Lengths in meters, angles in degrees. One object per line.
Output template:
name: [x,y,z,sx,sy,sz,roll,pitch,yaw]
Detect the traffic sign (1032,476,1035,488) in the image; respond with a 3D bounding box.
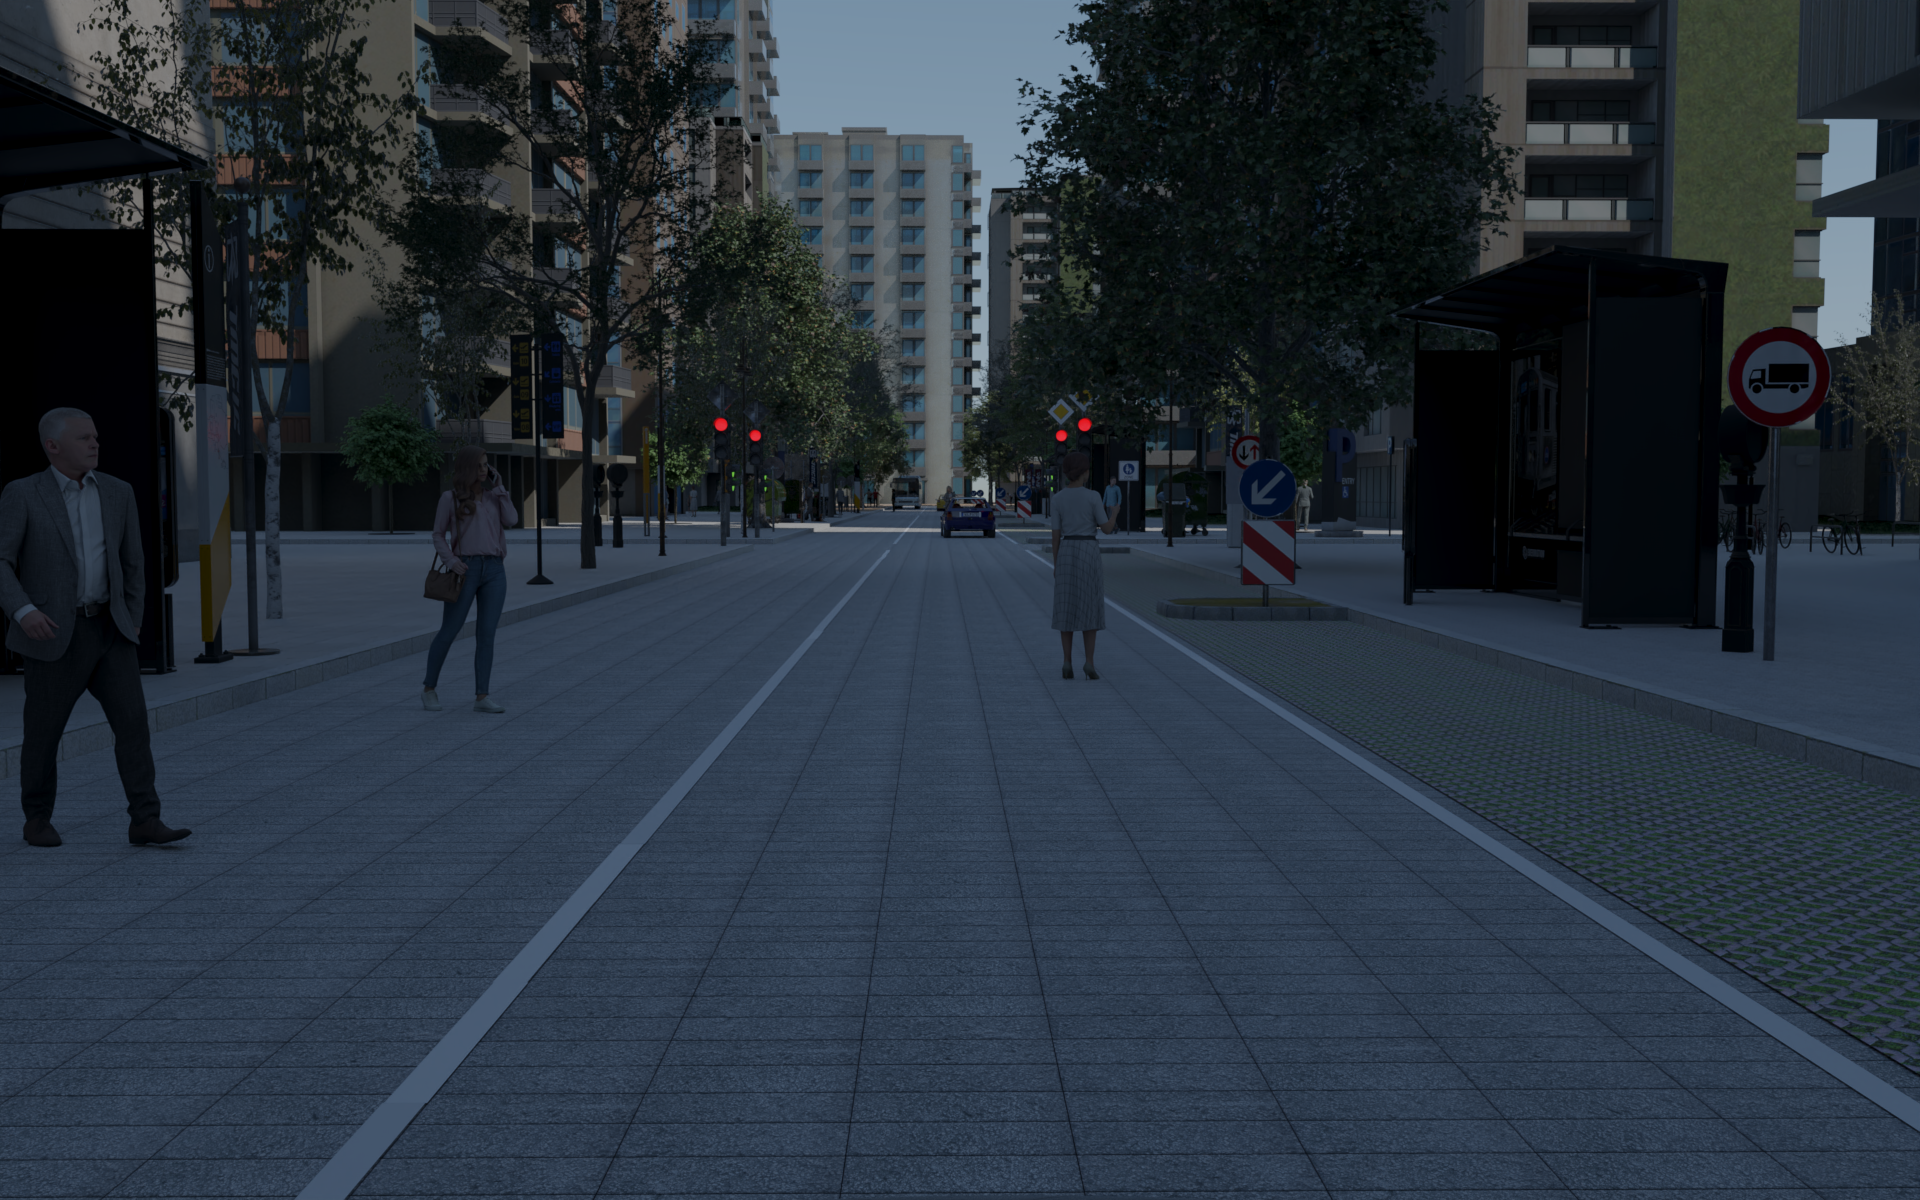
traffic sign: [5.201,-7.398,121.058,0.768,2.556,0.104,0,4,7]

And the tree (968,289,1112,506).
tree: [5.427,-10.902,96.381,7.486,12.596,7.792,0,3,0]

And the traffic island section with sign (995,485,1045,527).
traffic island section with sign: [2.656,-4.099,75.652,1.989,1.847,2.006,0,4,-1]

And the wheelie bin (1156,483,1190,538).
wheelie bin: [6.286,-2.647,51.183,0.980,1.594,0.693,0,4,-3]

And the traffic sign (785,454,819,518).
traffic sign: [-8.190,-5.710,87.239,2.265,3.308,0.079,0,4,4]

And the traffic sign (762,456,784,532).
traffic sign: [-6.327,-3.582,58.666,0.768,2.556,0.104,0,4,3]

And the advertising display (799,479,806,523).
advertising display: [-6.933,-4.345,76.247,0.123,1.923,0.974,0,4,4]

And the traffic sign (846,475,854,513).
traffic sign: [-7.361,-7.175,117.418,0.768,2.556,0.104,0,4,1]

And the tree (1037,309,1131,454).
tree: [5.338,-7.212,68.280,4.360,8.622,3.978,0,3,0]

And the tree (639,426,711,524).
tree: [-12.289,-5.551,74.479,4.285,4.588,4.351,0,3,0]

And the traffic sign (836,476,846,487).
traffic sign: [-8.591,-7.664,125.420,0.768,2.556,0.104,0,4,8]

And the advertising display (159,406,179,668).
advertising display: [-6.276,-0.460,12.741,0.974,1.923,0.123,0,4,-6]

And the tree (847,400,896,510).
tree: [-7.400,-11.317,135.392,4.737,8.622,4.395,0,3,0]

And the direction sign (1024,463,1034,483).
direction sign: [5.009,-8.209,126.215,0.876,3.537,0.379,3,5,41]

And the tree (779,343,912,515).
tree: [-7.831,-11.083,106.963,9.928,11.665,9.643,0,3,0]

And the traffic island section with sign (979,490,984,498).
traffic island section with sign: [2.298,-5.814,103.693,1.989,1.847,2.006,0,4,-1]

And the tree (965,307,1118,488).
tree: [5.374,-12.388,112.915,12.009,13.543,11.850,0,3,0]

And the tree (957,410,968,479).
tree: [3.142,-16.615,189.789,7.486,12.596,7.792,0,3,0]

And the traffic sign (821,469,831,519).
traffic sign: [-6.925,-5.377,88.018,0.768,2.556,0.104,0,4,5]

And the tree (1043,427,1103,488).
tree: [5.719,-6.209,85.227,4.285,4.588,4.351,0,3,0]

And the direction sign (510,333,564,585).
direction sign: [-5.980,-1.991,24.549,0.876,3.537,0.379,1,4,22]

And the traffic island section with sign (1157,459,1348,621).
traffic island section with sign: [3.364,-0.718,20.372,1.989,1.847,2.006,0,4,-1]

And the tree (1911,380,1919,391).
tree: [13.284,-2.263,20.708,4.285,4.588,4.351,0,3,0]

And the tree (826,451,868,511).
tree: [-8.600,-8.961,130.228,4.285,4.588,4.351,0,3,0]

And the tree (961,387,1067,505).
tree: [4.768,-12.226,134.299,8.767,10.594,7.601,1,4,23]

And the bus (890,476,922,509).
bus: [-5.093,-10.598,168.140,2.948,3.499,13.247,0,3,0]

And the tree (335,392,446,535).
tree: [-18.198,-4.363,55.046,4.285,4.588,4.351,0,3,0]

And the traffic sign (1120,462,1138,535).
traffic sign: [5.235,-3.160,53.799,0.606,2.300,0.079,0,4,2]

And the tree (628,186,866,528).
tree: [-7.653,-9.059,65.117,9.611,12.733,9.660,0,3,0]

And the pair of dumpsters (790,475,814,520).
pair of dumpsters: [-8.045,-5.023,84.625,1.574,2.255,4.437,0,4,-1]

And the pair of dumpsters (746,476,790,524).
pair of dumpsters: [-8.396,-4.394,74.341,1.574,2.255,4.437,0,4,-1]

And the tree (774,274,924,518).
tree: [-7.116,-11.261,94.482,12.009,13.543,11.850,0,3,0]

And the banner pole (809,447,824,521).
banner pole: [-6.809,-5.619,81.885,0.863,3.779,0.401,-3,5,-43]

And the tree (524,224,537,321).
tree: [-11.368,-5.433,39.190,4.360,8.622,3.978,0,3,0]

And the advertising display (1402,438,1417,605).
advertising display: [5.270,-0.925,20.334,0.123,1.923,0.974,1,4,12]

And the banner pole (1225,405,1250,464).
banner pole: [6.895,-3.224,42.729,0.863,3.779,0.401,3,4,38]

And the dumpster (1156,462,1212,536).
dumpster: [6.934,-3.124,53.569,1.502,2.255,1.985,0,4,-1]

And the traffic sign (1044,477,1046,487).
traffic sign: [5.981,-7.712,126.202,0.768,2.556,0.104,0,4,0]

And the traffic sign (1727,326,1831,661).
traffic sign: [6.234,-0.805,13.273,0.768,2.556,0.104,0,4,5]

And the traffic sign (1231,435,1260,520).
traffic sign: [6.206,-2.270,37.217,0.768,2.556,0.104,0,4,7]

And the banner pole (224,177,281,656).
banner pole: [-5.799,-1.465,13.968,0.401,3.779,0.863,-2,4,-35]

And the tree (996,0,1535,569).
tree: [5.244,-6.886,29.590,9.611,12.733,9.660,0,3,0]

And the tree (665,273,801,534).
tree: [-7.222,-6.429,55.472,4.360,8.622,3.978,0,3,0]

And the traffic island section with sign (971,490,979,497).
traffic island section with sign: [1.328,-10.511,180.480,1.989,1.847,2.006,0,4,-1]
